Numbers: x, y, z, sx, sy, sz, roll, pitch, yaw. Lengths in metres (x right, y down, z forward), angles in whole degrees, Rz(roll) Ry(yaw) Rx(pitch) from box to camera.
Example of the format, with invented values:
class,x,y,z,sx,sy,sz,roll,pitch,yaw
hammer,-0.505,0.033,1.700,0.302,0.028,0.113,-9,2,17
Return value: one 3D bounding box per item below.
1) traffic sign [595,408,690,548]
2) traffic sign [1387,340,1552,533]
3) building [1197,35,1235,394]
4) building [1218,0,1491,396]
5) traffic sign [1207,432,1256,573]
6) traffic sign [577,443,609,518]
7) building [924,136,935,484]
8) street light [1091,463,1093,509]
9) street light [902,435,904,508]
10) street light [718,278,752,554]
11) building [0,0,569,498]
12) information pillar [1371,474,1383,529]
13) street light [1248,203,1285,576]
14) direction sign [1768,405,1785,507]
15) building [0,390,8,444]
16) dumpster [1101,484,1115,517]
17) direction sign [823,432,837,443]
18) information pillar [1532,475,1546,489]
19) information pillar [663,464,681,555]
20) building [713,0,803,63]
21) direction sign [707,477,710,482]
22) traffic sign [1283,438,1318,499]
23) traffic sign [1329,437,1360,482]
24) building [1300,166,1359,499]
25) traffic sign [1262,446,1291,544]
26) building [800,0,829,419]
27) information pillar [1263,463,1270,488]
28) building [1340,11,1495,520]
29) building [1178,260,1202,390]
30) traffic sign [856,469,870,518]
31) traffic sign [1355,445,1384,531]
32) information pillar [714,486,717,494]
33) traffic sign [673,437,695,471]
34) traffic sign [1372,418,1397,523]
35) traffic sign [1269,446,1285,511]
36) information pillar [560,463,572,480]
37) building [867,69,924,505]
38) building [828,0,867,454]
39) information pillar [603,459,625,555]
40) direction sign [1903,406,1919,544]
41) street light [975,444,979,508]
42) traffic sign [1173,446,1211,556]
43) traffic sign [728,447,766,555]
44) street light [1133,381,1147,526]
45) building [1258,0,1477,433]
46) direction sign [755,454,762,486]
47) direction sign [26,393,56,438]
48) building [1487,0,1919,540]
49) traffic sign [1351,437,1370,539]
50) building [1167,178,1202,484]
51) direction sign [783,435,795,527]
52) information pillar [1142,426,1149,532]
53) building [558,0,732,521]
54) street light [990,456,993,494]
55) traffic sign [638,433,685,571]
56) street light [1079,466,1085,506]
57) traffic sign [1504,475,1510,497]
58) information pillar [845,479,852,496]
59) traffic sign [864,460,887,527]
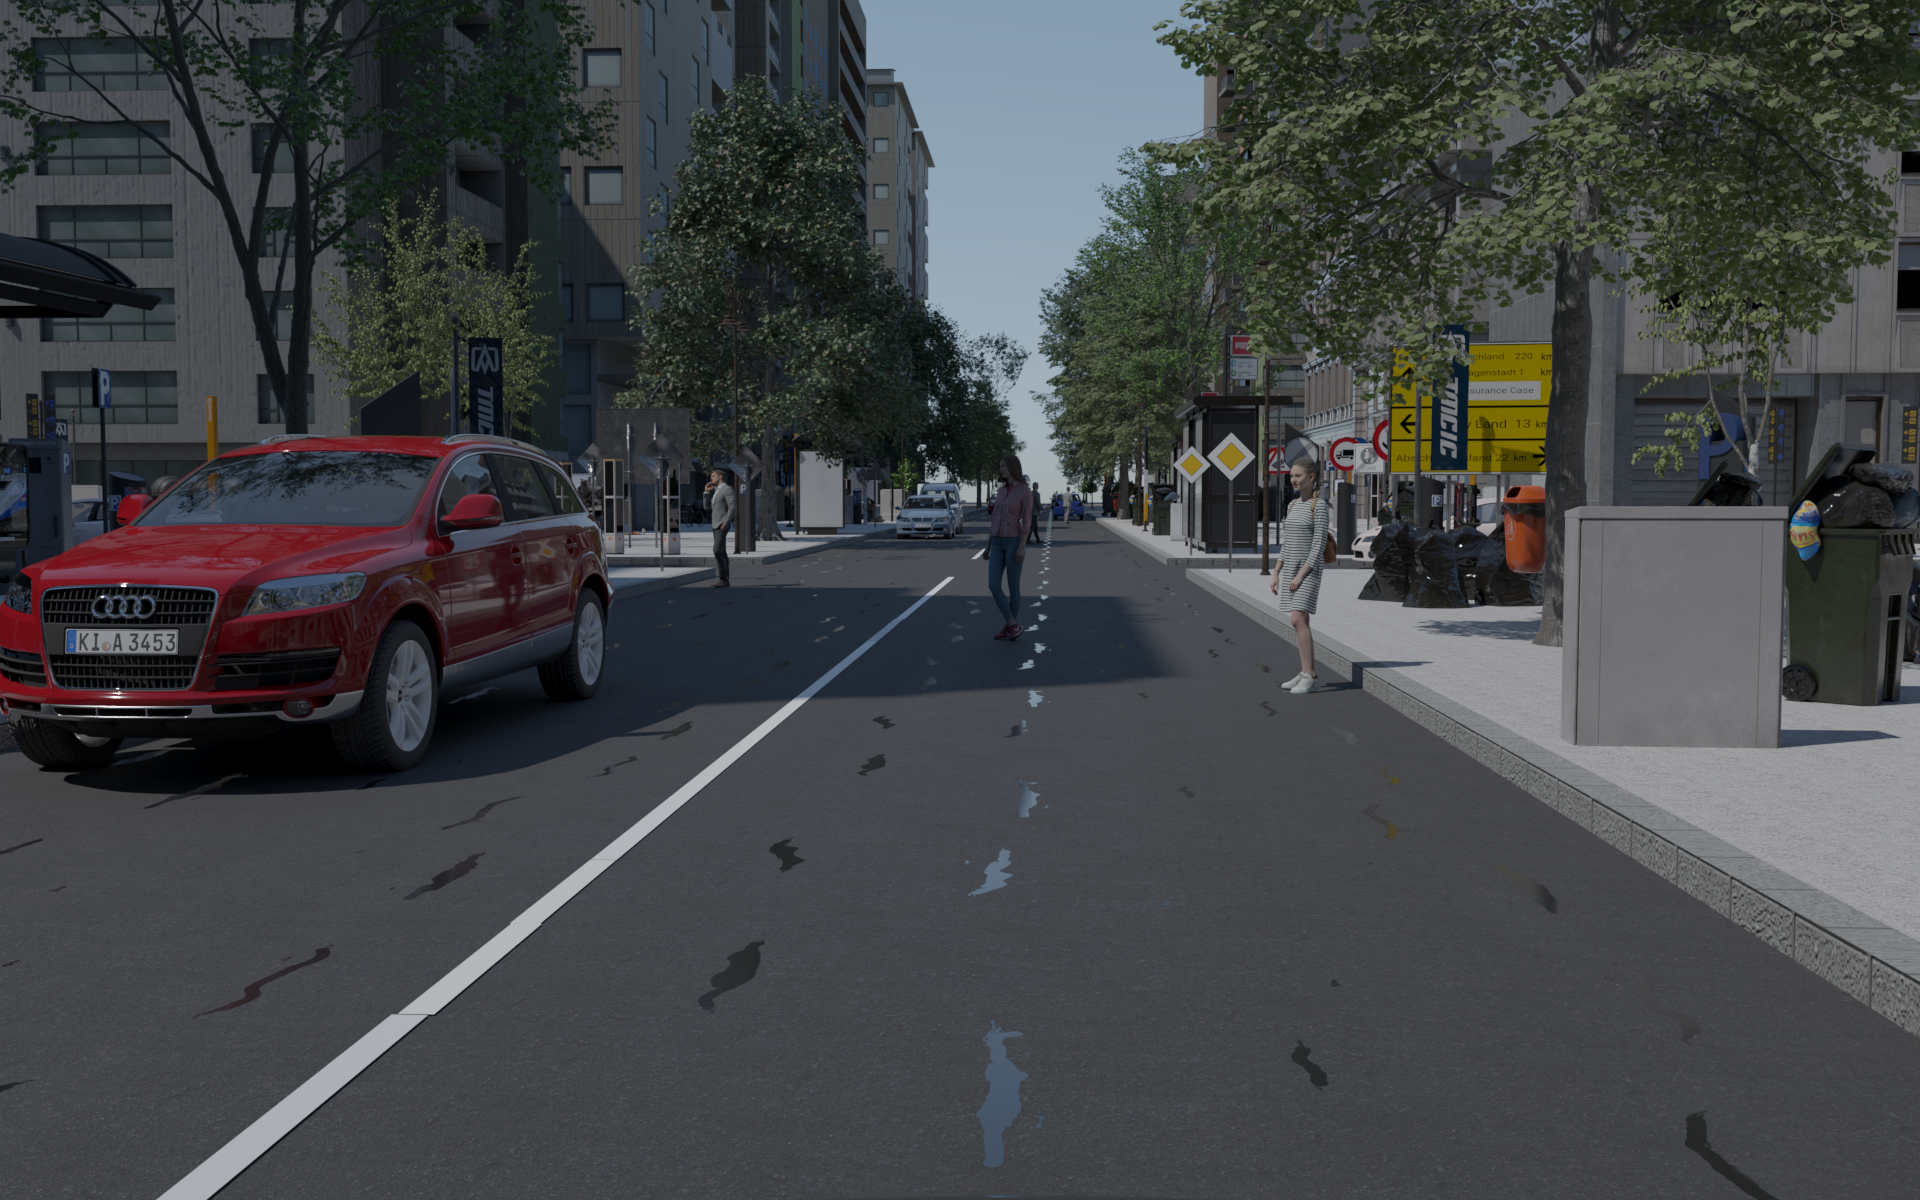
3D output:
class,x,y,z,sx,sy,sz,roll,pitch,yaw
traffic sign,-7.547,-2.893,41.170,2.265,3.308,0.079,0,4,4
traffic sign,6.886,-1.793,23.189,2.265,3.308,0.079,1,4,11
building,30.897,-31.608,166.898,14.600,45.320,14.200,0,4,3
building,33.264,-30.009,145.263,22.147,44.769,28.867,0,4,3
traffic sign,4.395,-1.498,28.133,0.795,2.450,0.064,0,4,3
traffic sign,-8.250,-2.312,38.981,0.795,2.450,0.064,1,4,12
building,-18.639,-40.272,247.681,28.713,52.752,27.495,0,4,3
street light,11.061,-10.512,144.657,0.468,5.910,1.993,0,4,3
street light,-2.628,-6.520,79.386,0.468,5.910,1.993,0,4,3
street light,-4.797,-3.935,37.121,0.468,5.910,1.993,0,4,3
building,-22.383,-17.582,59.161,14.160,30.474,14.107,0,4,3
information pillar,14.499,-3.410,60.238,0.304,2.012,0.304,-3,5,-44
street light,4.824,-3.327,27.176,0.468,5.910,1.993,0,4,3
direction sign,20.896,-3.205,44.391,0.379,3.537,0.876,0,4,2
building,-44.084,-22.848,65.440,23.993,40.220,32.217,0,4,3
dumpster,8.728,-5.712,99.152,1.264,1.857,1.865,0,4,3
direction sign,-4.478,-4.170,60.182,0.876,3.537,0.379,-2,4,-35
information pillar,8.306,-2.017,24.327,0.504,3.616,0.183,1,4,13
information pillar,-6.083,-1.951,36.383,0.304,2.012,0.304,-3,5,-42
building,-18.719,-26.643,119.201,14.154,41.232,14.086,0,4,3
direction sign,-16.185,-7.169,109.207,0.876,3.537,0.379,1,4,18
traffic sign,7.742,-2.405,39.428,0.768,2.556,0.104,1,4,12
traffic sign,8.601,-2.357,38.636,0.768,2.556,0.104,0,4,6
building,26.415,-16.118,99.694,11.583,22.565,21.152,0,4,3
traffic sign,8.220,-2.729,44.615,0.884,2.594,0.081,0,4,8
building,-17.861,-29.557,133.371,14.600,45.320,14.200,0,4,3
information pillar,19.299,-7.195,108.992,0.504,3.616,0.183,-1,4,-18
building,25.447,-14.385,76.997,13.314,21.916,24.055,0,4,3
building,33.647,-26.924,211.908,14.160,30.474,14.107,0,4,3
traffic sign,-4.815,-5.301,86.777,0.768,2.556,0.104,0,4,6
traffic sign,8.337,-2.031,35.329,0.606,2.300,0.079,1,4,13
information pillar,-8.051,-3.269,57.947,0.304,2.012,0.304,-1,4,-14
traffic sign,-6.468,-2.420,39.566,0.884,2.594,0.081,1,4,13
traffic sign,7.199,-1.748,28.679,0.768,2.556,0.104,1,4,11
traffic sign,8.459,-2.811,46.061,0.768,2.556,0.104,1,4,10
information pillar,-9.300,-2.212,40.661,0.304,2.012,0.304,3,5,42
building,-20.350,-38.596,220.290,28.713,52.752,27.495,0,4,3
building,-19.845,-32.267,151.271,21.300,48.544,21.600,0,4,3
information pillar,-7.330,-1.970,36.701,0.304,2.012,0.304,2,4,28
direction sign,24.688,-3.214,44.550,0.876,3.537,0.379,3,5,44
street light,1.532,-11.175,155.491,0.468,5.910,1.993,0,4,3
traffic sign,4.824,-1.986,36.107,0.795,2.450,0.064,0,4,3
traffic sign,-4.506,-2.017,36.627,0.795,2.450,0.064,0,4,3
street light,7.110,-5.857,68.546,0.468,5.910,1.993,0,4,3
building,28.161,-26.932,123.937,14.154,41.232,14.086,0,4,3
direction sign,-11.298,-6.501,98.282,0.876,3.537,0.379,0,4,-6
direction sign,-20.841,-2.897,39.358,0.379,3.537,0.876,1,4,12
building,27.257,-14.243,50.902,19.932,24.808,12.078,0,4,3
traffic sign,8.904,-2.376,38.960,0.768,2.556,0.104,1,4,12
building,34.068,-33.153,225.647,14.154,41.232,14.086,0,4,3
direction sign,-6.591,-4.591,67.057,0.379,3.537,0.876,-3,5,-41
information pillar,6.356,-4.149,59.198,0.183,3.616,0.504,0,3,0
building,-27.569,-30.848,93.596,28.713,52.752,27.495,0,4,3
street light,3.651,-13.670,196.293,0.468,5.910,1.993,0,4,3
traffic sign,-4.935,-1.530,28.653,0.795,2.450,0.064,0,4,3
street light,13.402,-13.082,186.675,0.468,5.910,1.993,0,4,3
traffic sign,8.334,-1.607,26.388,0.768,2.556,0.104,0,4,6
information pillar,-5.392,-4.800,82.973,0.304,2.012,0.304,-3,4,-36
traffic sign,-3.252,-4.064,66.454,0.884,2.594,0.081,0,4,8
